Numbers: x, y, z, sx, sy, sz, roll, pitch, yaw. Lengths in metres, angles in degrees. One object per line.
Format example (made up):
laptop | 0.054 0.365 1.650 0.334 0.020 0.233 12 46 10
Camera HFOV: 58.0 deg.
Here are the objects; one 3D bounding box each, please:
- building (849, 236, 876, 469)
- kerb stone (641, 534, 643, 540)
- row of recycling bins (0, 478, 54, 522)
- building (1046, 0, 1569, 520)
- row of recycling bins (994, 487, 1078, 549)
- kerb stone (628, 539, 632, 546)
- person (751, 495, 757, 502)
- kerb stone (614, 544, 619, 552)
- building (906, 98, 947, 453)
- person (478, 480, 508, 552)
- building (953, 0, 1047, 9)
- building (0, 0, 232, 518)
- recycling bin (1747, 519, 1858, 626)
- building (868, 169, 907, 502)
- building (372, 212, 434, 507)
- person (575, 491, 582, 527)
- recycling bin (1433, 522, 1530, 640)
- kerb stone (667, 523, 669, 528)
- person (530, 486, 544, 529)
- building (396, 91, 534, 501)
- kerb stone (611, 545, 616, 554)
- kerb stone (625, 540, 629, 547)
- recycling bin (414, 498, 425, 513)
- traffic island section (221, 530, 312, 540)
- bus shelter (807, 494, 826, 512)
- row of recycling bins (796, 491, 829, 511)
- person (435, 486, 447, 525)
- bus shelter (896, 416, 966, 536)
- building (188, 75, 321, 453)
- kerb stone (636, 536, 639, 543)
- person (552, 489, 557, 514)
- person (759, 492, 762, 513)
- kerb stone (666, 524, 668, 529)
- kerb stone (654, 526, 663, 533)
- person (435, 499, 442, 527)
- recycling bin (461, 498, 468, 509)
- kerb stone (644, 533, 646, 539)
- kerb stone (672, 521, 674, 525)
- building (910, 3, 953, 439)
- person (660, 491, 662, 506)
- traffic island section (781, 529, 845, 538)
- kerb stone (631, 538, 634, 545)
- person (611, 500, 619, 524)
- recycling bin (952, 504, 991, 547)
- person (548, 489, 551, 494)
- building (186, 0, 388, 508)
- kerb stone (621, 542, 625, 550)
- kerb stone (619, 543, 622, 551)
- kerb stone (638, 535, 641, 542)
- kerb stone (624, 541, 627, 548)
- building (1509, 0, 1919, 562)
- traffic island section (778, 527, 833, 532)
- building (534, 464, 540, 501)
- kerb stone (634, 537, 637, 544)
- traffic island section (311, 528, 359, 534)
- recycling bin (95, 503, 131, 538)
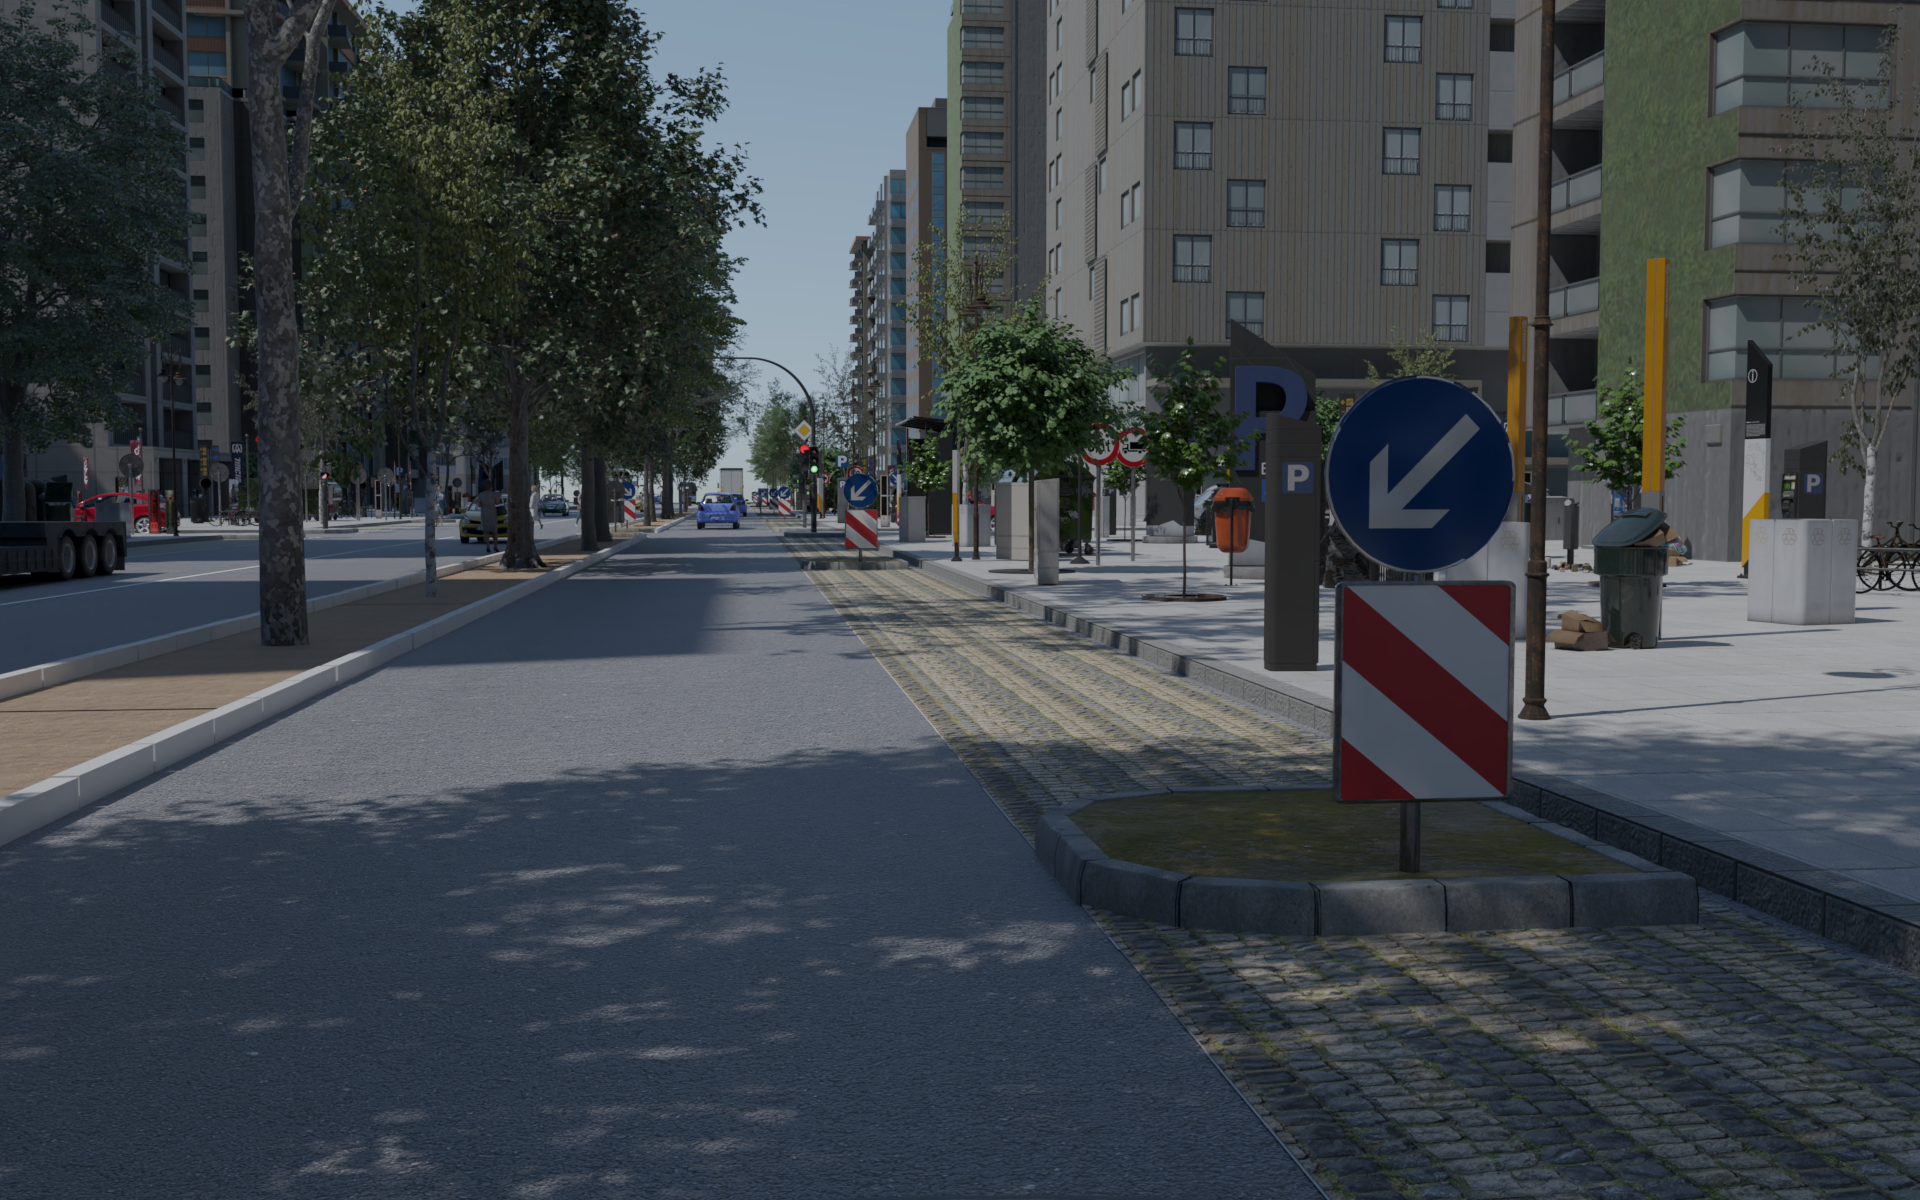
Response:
building | -6.974 -38.695 287.292 22.147 44.769 28.867 0 4 -7
kerb stone | -9.712 -1.827 52.125 0.120 0.150 1.000 0 4 -7
row of recycling bins | -25.288 -2.430 46.840 1.069 1.692 3.534 0 4 -4
building | 20.011 -31.101 97.746 27.495 52.752 28.713 0 4 -7
row of recycling bins | 1.817 -2.149 42.244 1.069 1.692 3.534 -2 4 -24
kerb stone | -9.066 -1.517 47.042 0.120 0.150 1.000 0 4 -7
person | -34.172 -17.082 287.744 1.348 1.831 0.705 2 4 31
kerb stone | -8.431 -1.209 41.958 0.120 0.150 1.000 0 4 -7
building | 1.422 -33.474 197.416 14.600 45.320 14.200 0 4 -7
person | -11.498 -2.067 42.656 0.716 1.782 0.532 0 4 -8
building | 6.226 -27.575 134.454 14.154 41.232 14.086 0 4 -7
building | -53.084 -40.255 96.415 20.563 71.187 20.611 0 4 -7
recycling bin | 8.403 -0.290 17.288 0.722 1.027 0.722 -1 4 -20
building | -1.942 -38.950 256.443 23.786 49.044 30.456 0 4 -7
building | -60.412 -24.420 170.966 14.160 30.474 14.107 0 4 -7
person | -16.499 -4.067 75.592 0.643 1.750 0.593 3 5 42
recycling bin | 4.681 -0.185 15.587 0.722 1.027 0.722 0 4 6
kerb stone | -12.110 -2.982 70.954 0.120 0.150 1.000 0 4 -7
person | -17.251 -3.759 70.315 0.624 1.780 0.694 2 4 25
building | -72.967 -42.976 244.649 21.231 58.520 28.212 0 4 -7
kerb stone | -8.295 -1.146 40.939 0.120 0.150 1.000 0 4 -7
kerb stone | -8.944 -1.456 46.027 0.120 0.150 1.000 0 4 -7
recycling bin | -36.147 -6.324 115.949 0.722 1.027 0.722 -1 4 -16
traffic island section | -22.323 -2.045 55.724 2.009 0.180 2.903 0 4 -7
bus shelter | -10.582 -8.176 124.963 1.731 3.624 6.357 0 4 -7
row of recycling bins | -11.547 -7.846 135.389 3.534 1.692 1.069 3 5 43
person | -23.877 -4.344 79.551 0.581 1.822 0.654 -1 4 -17
bus shelter | -0.915 -3.912 55.242 1.731 3.624 6.357 0 4 -7
building | -54.512 -21.486 122.992 14.160 30.474 14.107 0 4 -7
kerb stone | -9.458 -1.706 50.096 0.120 0.150 1.000 0 4 -7
person | -29.609 -7.229 126.925 0.641 1.798 0.478 -1 4 -16
person | -14.580 -7.101 126.412 0.330 1.601 0.589 0 4 2
kerb stone | -11.986 -2.919 69.931 0.120 0.150 1.000 0 4 -7
kerb stone | -11.467 -2.668 65.856 0.120 0.150 1.000 0 4 -7
person | -23.046 -3.844 76.358 0.505 1.210 0.382 1 4 12
recycling bin | -35.466 -6.764 123.146 0.722 1.027 0.722 0 4 4
kerb stone | -9.978 -1.956 54.175 0.120 0.150 1.000 0 4 -7
kerb stone | -12.763 -3.293 76.040 0.120 0.150 1.000 0 4 -7
building | 7.530 -52.693 174.194 22.319 86.520 31.000 0 4 -7
person | -36.095 -12.315 209.944 0.705 1.812 1.348 1 4 8
traffic island section | -4.872 -2.181 57.938 2.009 0.180 2.903 0 4 -7
kerb stone | -9.207 -1.582 48.060 0.120 0.150 1.000 0 4 -7
person | -16.205 -4.419 81.430 0.731 1.740 0.598 2 4 24
recycling bin | 0.276 -1.820 42.316 0.722 1.027 0.722 -2 4 -30
person | -30.752 -7.372 129.306 0.573 1.790 0.520 -2 4 -31
building | -62.256 -30.195 148.319 22.147 44.769 28.867 0 4 -7
kerb stone | -8.672 -1.333 43.991 0.120 0.150 1.000 0 4 -7
kerb stone | -8.554 -1.270 42.975 0.120 0.150 1.000 0 4 -7
kerb stone | -9.585 -1.764 51.111 0.120 0.150 1.000 0 4 -7
kerb stone | -8.813 -1.393 45.010 0.120 0.150 1.000 0 4 -7
building | 20.548 -21.740 39.038 14.154 41.232 14.086 0 4 -7
traffic island section | -5.883 -2.665 65.859 2.009 0.180 2.903 0 4 -7
building | -72.836 -30.288 266.910 14.160 30.474 14.107 0 4 -7
kerb stone | -9.325 -1.644 49.075 0.120 0.150 1.000 0 4 -7
traffic island section | -23.334 -2.530 63.646 2.009 0.180 2.903 0 4 -7
recycling bin | -24.419 -2.286 49.937 0.722 1.027 0.722 0 4 -1
